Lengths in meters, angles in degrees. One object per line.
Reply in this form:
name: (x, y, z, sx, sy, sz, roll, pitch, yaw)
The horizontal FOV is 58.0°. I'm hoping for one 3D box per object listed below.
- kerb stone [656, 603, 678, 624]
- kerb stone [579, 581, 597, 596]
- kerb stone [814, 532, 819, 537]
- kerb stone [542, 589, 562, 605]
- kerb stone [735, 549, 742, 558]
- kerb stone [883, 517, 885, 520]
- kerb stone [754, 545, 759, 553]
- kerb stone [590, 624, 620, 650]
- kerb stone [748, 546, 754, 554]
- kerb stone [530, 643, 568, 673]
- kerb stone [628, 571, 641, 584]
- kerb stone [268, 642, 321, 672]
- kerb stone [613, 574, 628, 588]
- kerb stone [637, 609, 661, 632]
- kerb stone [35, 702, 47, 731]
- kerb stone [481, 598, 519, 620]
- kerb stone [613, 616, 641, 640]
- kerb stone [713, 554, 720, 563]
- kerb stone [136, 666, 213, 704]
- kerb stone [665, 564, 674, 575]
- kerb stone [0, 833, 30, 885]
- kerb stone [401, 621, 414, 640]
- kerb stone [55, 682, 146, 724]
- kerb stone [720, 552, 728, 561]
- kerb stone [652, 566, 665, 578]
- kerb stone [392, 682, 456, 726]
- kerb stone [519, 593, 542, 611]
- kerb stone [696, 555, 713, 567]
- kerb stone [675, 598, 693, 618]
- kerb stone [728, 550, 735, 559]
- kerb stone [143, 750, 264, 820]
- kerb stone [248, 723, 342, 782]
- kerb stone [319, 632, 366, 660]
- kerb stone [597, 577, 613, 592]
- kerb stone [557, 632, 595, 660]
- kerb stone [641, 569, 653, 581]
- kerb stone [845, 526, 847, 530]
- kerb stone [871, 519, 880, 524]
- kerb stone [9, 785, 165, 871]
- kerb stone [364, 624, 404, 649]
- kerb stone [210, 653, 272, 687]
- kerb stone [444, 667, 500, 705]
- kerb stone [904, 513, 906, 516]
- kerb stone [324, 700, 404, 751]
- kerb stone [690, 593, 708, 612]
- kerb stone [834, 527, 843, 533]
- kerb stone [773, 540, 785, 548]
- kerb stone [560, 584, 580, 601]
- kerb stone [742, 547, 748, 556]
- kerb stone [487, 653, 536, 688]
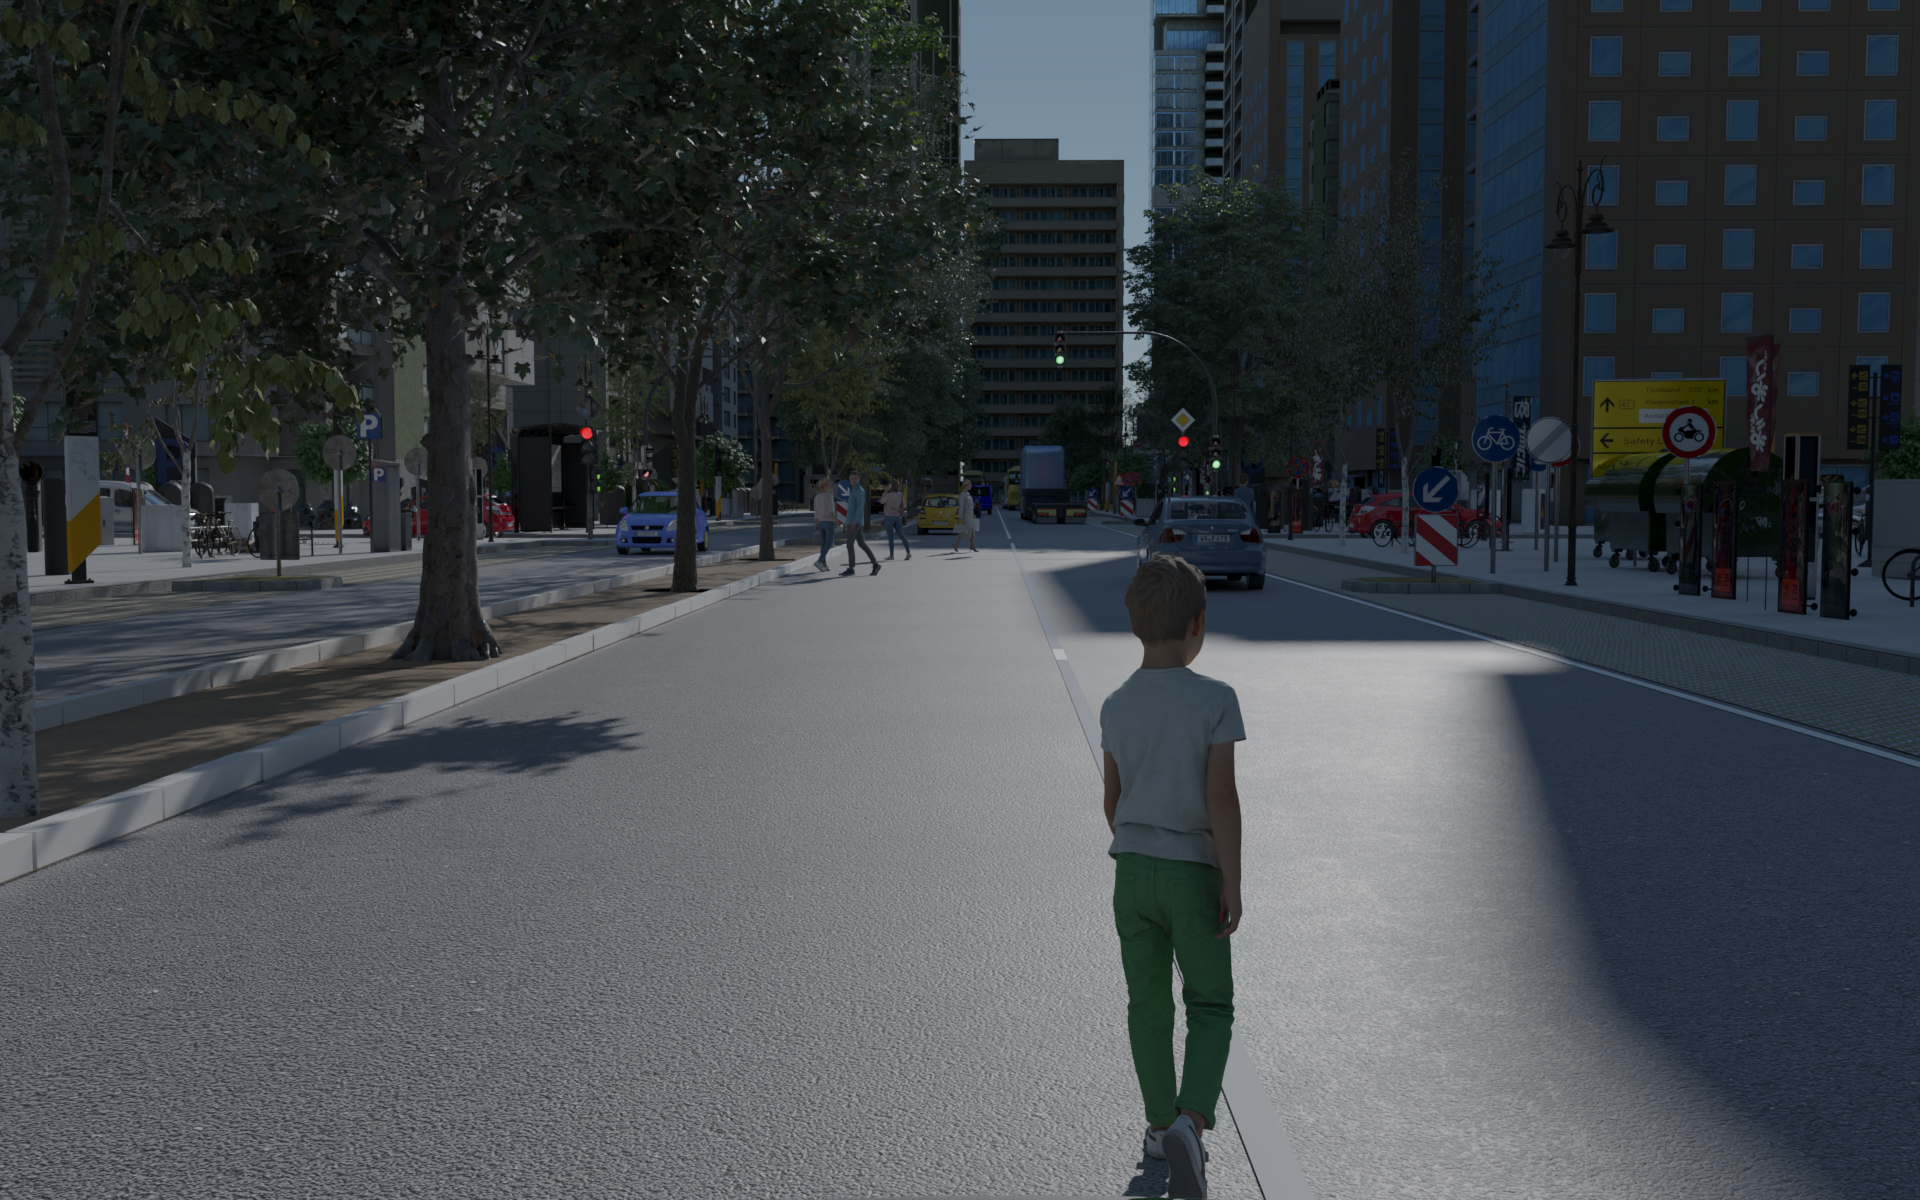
kerb stone: (-3.344, 0.171, 19.401, 0.120, 0.150, 1.000, 0, 4, 1)
kerb stone: (-5.354, -0.143, 24.534, 0.120, 0.150, 1.000, 0, 4, 1)
kerb stone: (-4.757, -2.181, 57.859, 0.120, 0.150, 1.000, 0, 4, 1)
kerb stone: (-5.386, -0.013, 22.467, 0.120, 0.150, 1.000, 0, 4, 1)
kerb stone: (-5.089, -1.020, 38.895, 0.120, 0.150, 1.000, 0, 4, 1)
kerb stone: (-4.165, -4.190, 90.704, 0.120, 0.150, 1.000, 0, 4, 1)
kerb stone: (-5.036, -1.209, 41.968, 0.120, 0.150, 1.000, 0, 4, 1)
kerb stone: (-3.392, 0.359, 16.318, 0.120, 0.150, 1.000, 0, 4, 1)
kerb stone: (-5.049, -1.147, 40.946, 0.120, 0.150, 1.000, 0, 4, 1)
kerb stone: (-3.434, 0.491, 14.264, 0.120, 0.150, 1.000, 0, 4, 1)
kerb stone: (-5.291, -0.330, 27.616, 0.120, 0.150, 1.000, 0, 4, 1)
kerb stone: (-5.536, 0.485, 14.264, 0.120, 0.150, 1.000, 0, 4, 1)
kerb stone: (-5.303, -0.269, 26.589, 0.120, 0.150, 1.000, 0, 4, 1)
kerb stone: (-3.357, 0.236, 18.366, 0.120, 0.150, 1.000, 0, 4, 1)
kerb stone: (-5.604, 0.735, 10.174, 0.120, 0.150, 1.000, 0, 4, 1)
kerb stone: (-5.422, 0.109, 20.407, 0.120, 0.150, 1.000, 0, 4, 1)
kerb stone: (-3.377, 0.297, 17.340, 0.120, 0.150, 1.000, 0, 4, 1)
kerb stone: (-5.149, -0.832, 35.819, 0.120, 0.150, 1.000, 0, 4, 1)
kerb stone: (-5.572, 0.610, 12.217, 0.120, 0.150, 1.000, 0, 4, 1)
kerb stone: (-5.236, -0.520, 30.691, 0.120, 0.150, 1.000, 0, 4, 1)
kerb stone: (-3.579, 0.987, 6.055, 0.120, 0.150, 1.000, 0, 4, 1)
kerb stone: (-5.479, 0.297, 17.337, 0.120, 0.150, 1.000, 0, 4, 1)
kerb stone: (-5.585, 0.673, 11.196, 0.120, 0.150, 1.000, 0, 4, 1)
kerb stone: (-5.128, -0.892, 36.842, 0.120, 0.150, 1.000, 0, 4, 1)
kerb stone: (-5.256, -0.457, 29.659, 0.120, 0.150, 1.000, 0, 4, 1)
kerb stone: (-3.484, 0.675, 11.181, 0.120, 0.150, 1.000, 0, 4, 1)
kerb stone: (-5.398, 0.046, 21.436, 0.120, 0.150, 1.000, 0, 4, 1)
kerb stone: (-5.158, -0.768, 34.789, 0.120, 0.150, 1.000, 0, 4, 1)
kerb stone: (-3.322, 0.112, 20.425, 0.120, 0.150, 1.000, 0, 4, 1)
kerb stone: (-5.117, -0.959, 37.867, 0.120, 0.150, 1.000, 0, 4, 1)
kerb stone: (-3.541, 0.862, 8.101, 0.120, 0.150, 1.000, 0, 4, 1)
kerb stone: (-3.518, 0.803, 9.123, 0.120, 0.150, 1.000, 0, 4, 1)
kerb stone: (-5.513, 0.422, 15.294, 0.120, 0.150, 1.000, 0, 4, 1)
kerb stone: (-5.326, -0.204, 25.556, 0.120, 0.150, 1.000, 0, 4, 1)
kerb stone: (-3.418, 0.422, 15.291, 0.120, 0.150, 1.000, 0, 4, 1)
kerb stone: (-5.274, -0.389, 28.638, 0.120, 0.150, 1.000, 0, 4, 1)
kerb stone: (-4.593, -2.743, 67.094, 0.120, 0.150, 1.000, 0, 4, 1)
kerb stone: (-4.238, -3.939, 86.595, 0.120, 0.150, 1.000, 0, 4, 1)
kerb stone: (-3.558, 0.925, 7.079, 0.120, 0.150, 1.000, 0, 4, 1)
kerb stone: (-5.495, 0.360, 16.315, 0.120, 0.150, 1.000, 0, 4, 1)
kerb stone: (-5.546, 0.548, 13.239, 0.120, 0.150, 1.000, 0, 4, 1)
kerb stone: (-3.466, 0.612, 12.213, 0.120, 0.150, 1.000, 0, 4, 1)
kerb stone: (-3.642, -6.008, 120.423, 0.120, 0.150, 1.000, 0, 4, 1)
kerb stone: (-3.501, 0.737, 10.150, 0.120, 0.150, 1.000, 0, 4, 1)
kerb stone: (-3.300, 0.051, 21.447, 0.120, 0.150, 1.000, 0, 4, 1)
kerb stone: (-4.601, -2.683, 66.067, 0.120, 0.150, 1.000, 0, 4, 1)
kerb stone: (-4.949, -1.523, 47.099, 0.120, 0.150, 1.000, 0, 4, 1)
kerb stone: (-5.367, -0.080, 23.497, 0.120, 0.150, 1.000, 0, 4, 1)
kerb stone: (-5.074, -1.084, 39.922, 0.120, 0.150, 1.000, 0, 4, 1)
kerb stone: (-3.449, 0.548, 13.235, 0.120, 0.150, 1.000, 0, 4, 1)
